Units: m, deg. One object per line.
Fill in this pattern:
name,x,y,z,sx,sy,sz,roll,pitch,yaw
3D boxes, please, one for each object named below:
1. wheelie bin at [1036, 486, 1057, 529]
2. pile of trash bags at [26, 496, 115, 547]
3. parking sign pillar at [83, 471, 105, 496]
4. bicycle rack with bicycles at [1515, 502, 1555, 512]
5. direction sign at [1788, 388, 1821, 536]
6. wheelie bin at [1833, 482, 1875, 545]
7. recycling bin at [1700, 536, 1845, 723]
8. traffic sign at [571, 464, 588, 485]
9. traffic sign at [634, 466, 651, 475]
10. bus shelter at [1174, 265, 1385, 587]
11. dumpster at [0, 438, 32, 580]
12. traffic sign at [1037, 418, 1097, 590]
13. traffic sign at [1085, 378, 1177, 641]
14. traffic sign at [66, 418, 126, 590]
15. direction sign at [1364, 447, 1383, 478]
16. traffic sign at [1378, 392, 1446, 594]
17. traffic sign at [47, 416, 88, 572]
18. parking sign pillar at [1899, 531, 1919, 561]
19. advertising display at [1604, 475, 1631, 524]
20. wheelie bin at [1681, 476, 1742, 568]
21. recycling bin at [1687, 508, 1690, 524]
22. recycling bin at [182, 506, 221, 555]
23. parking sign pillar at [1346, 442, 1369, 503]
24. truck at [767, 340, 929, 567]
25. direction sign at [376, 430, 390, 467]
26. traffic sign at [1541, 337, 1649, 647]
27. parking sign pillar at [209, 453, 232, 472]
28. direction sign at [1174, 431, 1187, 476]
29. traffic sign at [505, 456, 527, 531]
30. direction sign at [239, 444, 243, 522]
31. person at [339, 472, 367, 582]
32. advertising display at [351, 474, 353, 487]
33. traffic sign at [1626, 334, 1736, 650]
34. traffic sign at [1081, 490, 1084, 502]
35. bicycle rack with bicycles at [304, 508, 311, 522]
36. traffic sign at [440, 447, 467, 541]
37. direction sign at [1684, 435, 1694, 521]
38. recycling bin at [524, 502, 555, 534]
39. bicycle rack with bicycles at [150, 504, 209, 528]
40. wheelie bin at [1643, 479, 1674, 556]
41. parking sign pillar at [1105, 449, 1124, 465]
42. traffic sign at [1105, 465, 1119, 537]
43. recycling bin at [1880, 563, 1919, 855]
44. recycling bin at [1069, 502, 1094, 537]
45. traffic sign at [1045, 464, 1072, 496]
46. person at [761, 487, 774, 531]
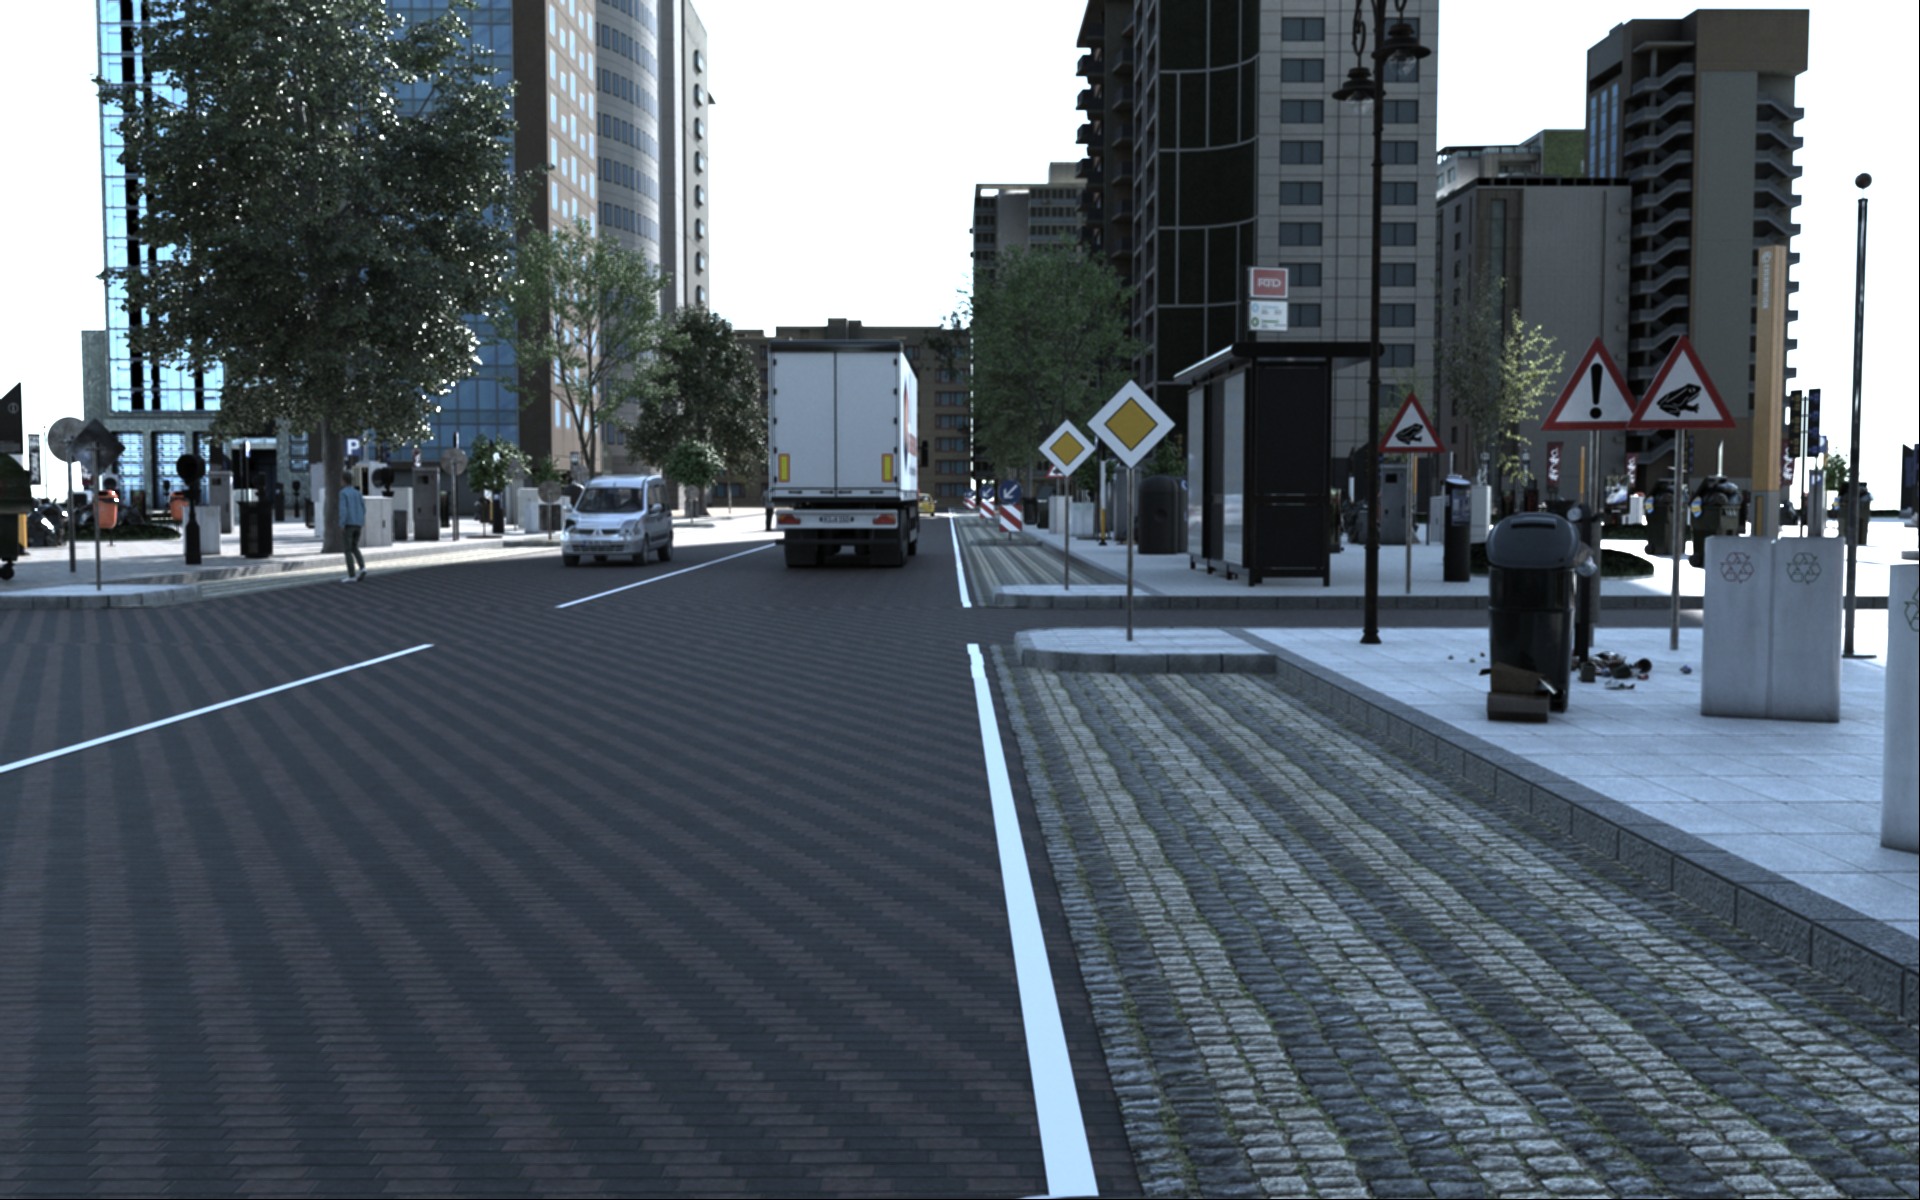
wheelie bin,3.261,-3.443,64.197,0.693,1.594,0.980,-3,5,-42
pile of trash bags,-22.317,-1.997,42.396,3.447,1.369,1.912,0,4,-1
parking sign pillar,-48.521,-6.641,97.046,1.447,3.967,1.447,2,4,24
bicycle rack with bicycles,31.430,-4.995,95.047,2.852,0.926,2.925,-2,4,-31
direction sign,18.197,-2.776,37.378,0.379,3.537,0.876,-1,4,-16
wheelie bin,22.735,-2.207,43.999,0.980,1.594,0.693,0,4,4
recycling bin,4.759,0.148,10.133,0.722,1.027,0.722,2,4,27
traffic sign,-16.251,-4.517,73.952,0.768,2.556,0.104,0,4,4
traffic sign,-14.286,-4.758,77.907,0.768,2.556,0.104,0,4,1
bus shelter,4.761,-3.088,28.129,2.179,5.291,8.768,0,4,-1
dumpster,-14.653,-1.378,25.030,1.502,2.255,1.985,0,4,0
traffic sign,1.423,-1.190,23.096,0.795,2.450,0.064,0,4,0
traffic sign,1.484,-0.701,15.111,0.795,2.450,0.064,0,4,0
traffic sign,-11.471,-1.185,23.019,0.795,2.450,0.064,0,4,0
direction sign,19.783,-5.556,82.842,0.876,3.537,0.379,2,4,27
traffic sign,5.759,-1.357,22.187,0.884,2.594,0.081,0,4,1
traffic sign,-14.580,-1.730,28.389,0.768,2.556,0.104,0,4,1
parking sign pillar,19.067,-2.756,33.526,1.447,3.967,1.447,0,4,7
advertising display,21.997,-3.227,57.977,0.123,1.923,0.974,-2,4,-28
wheelie bin,13.206,-1.367,30.259,0.980,1.594,0.693,-2,4,-35
recycling bin,22.453,-2.427,52.240,0.722,1.027,0.722,0,4,-6
recycling bin,-16.083,-1.479,36.730,0.722,1.027,0.722,-2,4,-24
parking sign pillar,20.445,-6.128,88.670,1.447,3.967,1.447,3,5,40
truck,-2.215,-2.951,37.171,2.839,4.237,11.283,0,4,1
direction sign,-19.855,-4.130,59.515,0.379,3.537,0.876,-3,4,-37
traffic sign,5.290,-0.885,14.478,0.884,2.594,0.081,0,4,5
parking sign pillar,-40.344,-6.486,94.519,1.447,3.967,1.447,2,4,26
direction sign,8.116,-4.302,62.341,0.876,3.537,0.379,0,4,-2
traffic sign,-15.353,-3.652,59.719,0.884,2.594,0.081,0,4,7
direction sign,-32.465,-5.278,78.293,0.379,3.537,0.876,-2,4,-28
person,-9.887,-1.182,28.173,0.444,1.785,0.601,2,4,32
advertising display,-17.399,-2.789,50.820,0.974,1.923,0.123,1,4,19
traffic sign,5.893,-0.869,14.217,0.884,2.594,0.081,0,4,3
traffic sign,3.870,-3.336,54.645,0.768,2.556,0.104,0,4,3
bicycle rack with bicycles,-29.222,-4.093,80.308,2.852,0.926,2.925,-2,4,-28
traffic sign,-13.822,-2.886,47.286,0.768,2.556,0.104,1,4,9
direction sign,28.172,-4.589,67.019,0.379,3.537,0.876,0,4,3
recycling bin,-13.743,-2.697,56.647,0.722,1.027,0.722,3,5,39
bicycle rack with bicycles,-29.086,-3.190,65.535,2.852,0.926,2.925,0,4,5
wheelie bin,14.832,-1.738,36.329,0.980,1.594,0.693,-2,4,-29
parking sign pillar,8.132,-6.151,89.049,1.447,3.967,1.447,-1,4,-9
traffic sign,4.427,-3.015,51.419,0.606,2.300,0.079,0,4,6
recycling bin,3.818,0.392,6.140,0.722,1.027,0.722,-2,4,-28
recycling bin,3.659,-2.443,52.502,0.722,1.027,0.722,-1,4,-8
traffic sign,3.249,-3.502,57.265,0.884,2.594,0.081,0,4,5
person,-7.316,-3.541,66.579,0.592,1.802,0.473,3,5,41
